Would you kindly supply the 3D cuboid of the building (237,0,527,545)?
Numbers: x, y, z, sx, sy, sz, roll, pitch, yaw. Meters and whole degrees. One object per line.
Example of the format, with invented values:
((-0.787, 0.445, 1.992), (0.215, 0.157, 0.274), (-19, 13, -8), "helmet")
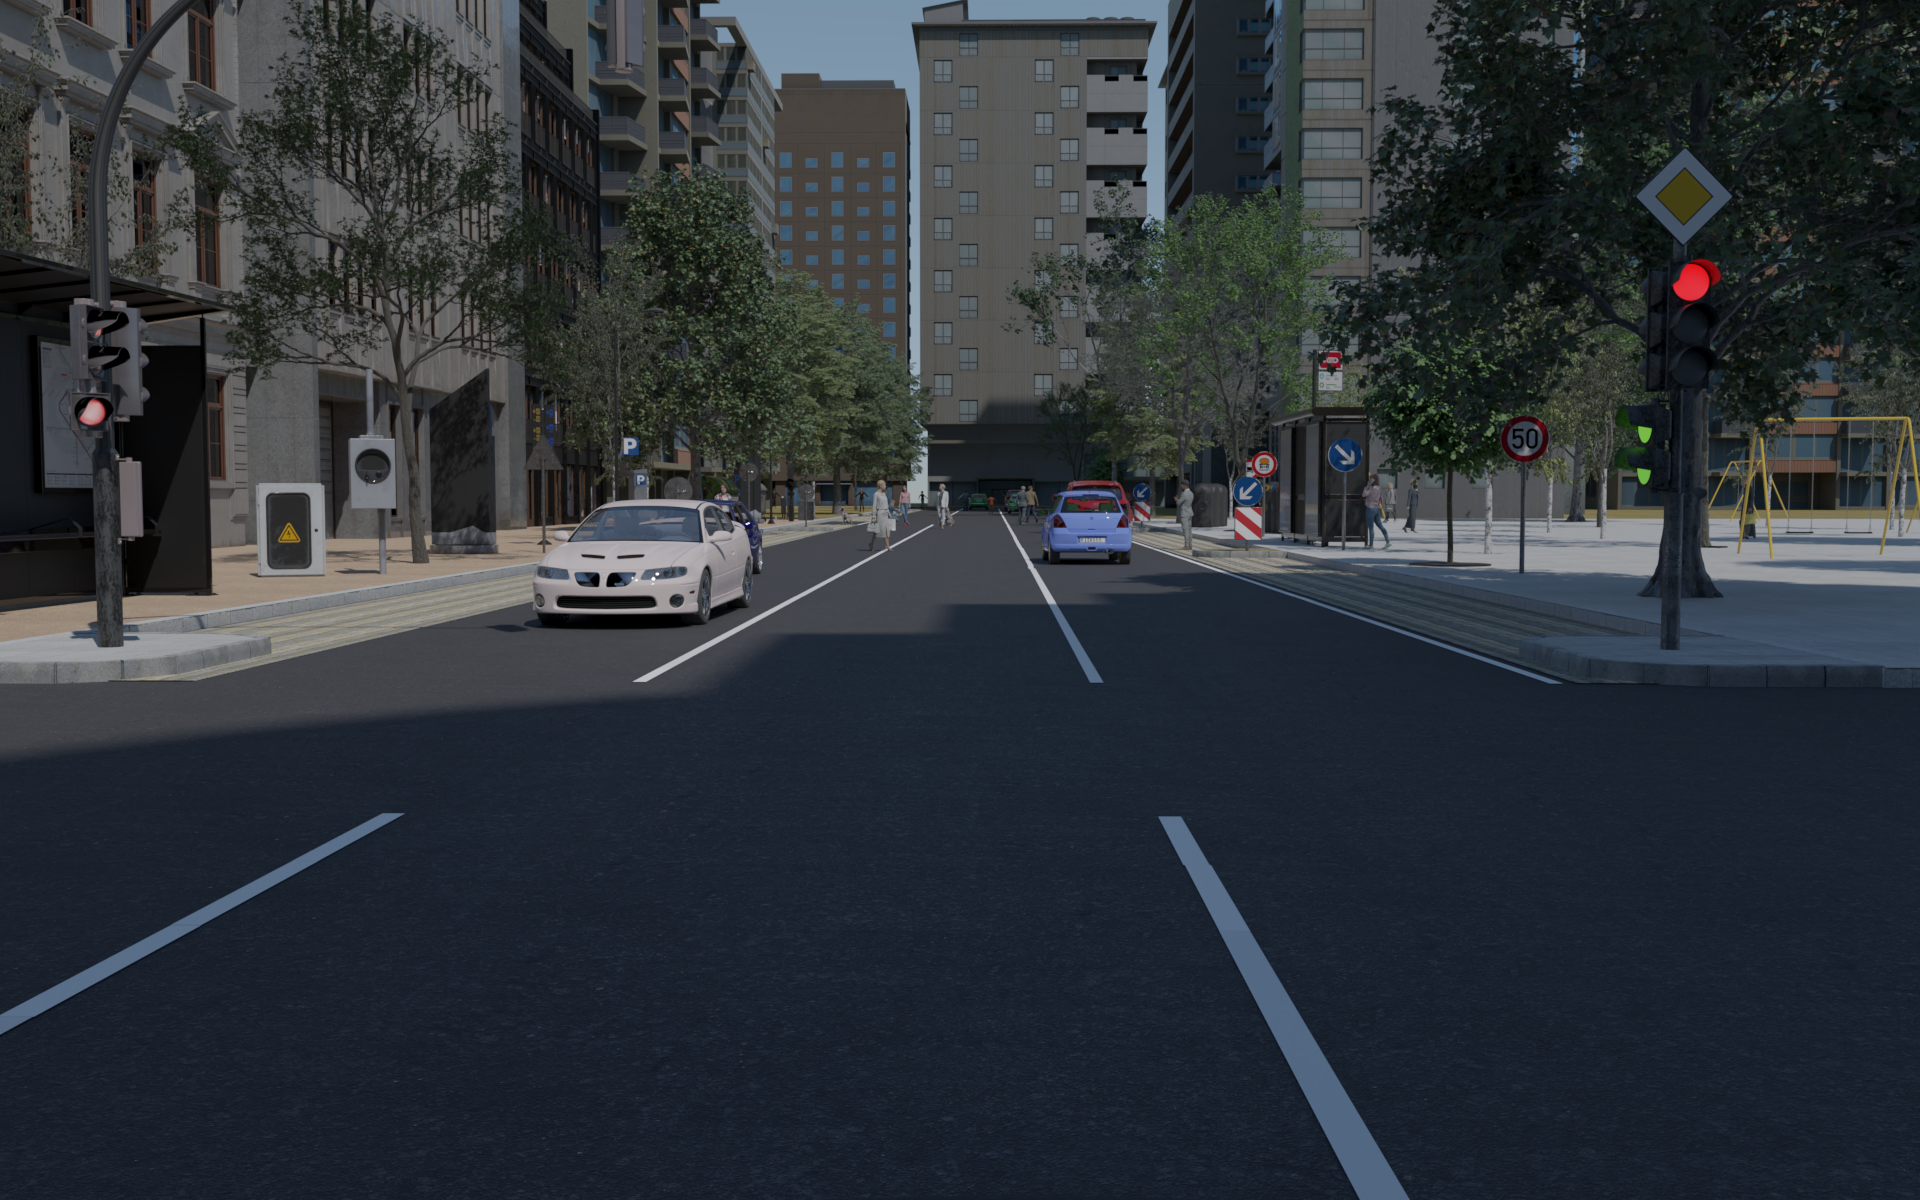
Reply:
((-22.036, -14.363, 52.864), (12.078, 24.808, 19.932), (0, 4, 1), "building")

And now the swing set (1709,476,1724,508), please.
((36.978, -5.120, 81.337), (2.862, 2.851, 3.119), (0, 4, -1), "swing set")

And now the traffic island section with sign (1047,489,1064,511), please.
((8.153, -8.219, 143.003), (1.989, 1.847, 2.006), (0, 4, 1), "traffic island section with sign")

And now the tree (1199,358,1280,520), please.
((13.561, -8.291, 85.913), (4.360, 8.622, 3.978), (0, 3, 0), "tree")

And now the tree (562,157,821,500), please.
((-9.207, -8.713, 59.471), (9.611, 12.733, 9.660), (0, 3, 0), "tree")

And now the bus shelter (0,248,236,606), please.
((-9.987, -1.681, 18.763), (1.731, 3.624, 6.357), (0, 4, 1), "bus shelter")

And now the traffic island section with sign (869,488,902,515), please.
((-5.036, -6.584, 116.284), (1.989, 1.847, 2.006), (0, 4, 1), "traffic island section with sign")

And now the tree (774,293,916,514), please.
((-7.861, -12.368, 108.871), (9.857, 13.997, 8.962), (0, 3, 0), "tree")

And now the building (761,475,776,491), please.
((-34.196, -32.870, 192.045), (28.867, 44.769, 22.147), (0, 4, 1), "building")

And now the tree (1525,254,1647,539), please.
((18.168, -6.055, 49.362), (4.360, 8.622, 3.978), (0, 3, 0), "tree")

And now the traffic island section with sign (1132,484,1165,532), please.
((6.813, -3.537, 66.457), (1.989, 1.847, 2.006), (0, 4, 1), "traffic island section with sign")

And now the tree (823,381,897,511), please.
((-8.319, -12.176, 133.492), (7.601, 10.594, 8.767), (-3, 5, -39), "tree")

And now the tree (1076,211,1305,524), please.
((9.604, -10.035, 74.444), (12.009, 13.543, 11.850), (0, 3, 0), "tree")

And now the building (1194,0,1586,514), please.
((29.188, -49.218, 117.378), (22.319, 86.520, 31.000), (0, 4, 1), "building")

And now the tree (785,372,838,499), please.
((-8.765, -9.195, 100.703), (4.360, 8.622, 3.978), (0, 3, 0), "tree")

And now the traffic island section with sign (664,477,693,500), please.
((-6.396, -1.866, 39.140), (1.989, 1.847, 2.006), (0, 4, 1), "traffic island section with sign")

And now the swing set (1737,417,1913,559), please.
((17.710, -2.317, 35.508), (3.119, 2.851, 2.862), (1, 4, 12), "swing set")

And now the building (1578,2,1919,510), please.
((66.664, -29.972, 144.673), (28.867, 44.769, 22.147), (0, 4, 1), "building")

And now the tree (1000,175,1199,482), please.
((8.685, -15.292, 105.909), (12.611, 20.169, 13.585), (0, 3, 0), "tree")

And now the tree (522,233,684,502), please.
((-9.832, -5.974, 48.037), (4.360, 8.622, 3.978), (0, 3, 0), "tree")

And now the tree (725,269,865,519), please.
((-8.218, -10.366, 87.609), (7.486, 12.596, 7.792), (0, 3, 0), "tree")

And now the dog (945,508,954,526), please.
((-0.522, -3.783, 78.696), (0.513, 0.831, 0.800), (0, 4, 7), "dog")

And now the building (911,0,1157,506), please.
((8.976, -36.992, 194.054), (27.495, 52.752, 28.713), (0, 4, 1), "building")

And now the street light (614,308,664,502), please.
((-8.097, -4.338, 43.467), (1.470, 5.913, 1.316), (0, 4, 1), "street light")

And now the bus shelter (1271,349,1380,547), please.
((9.569, -4.171, 45.833), (2.179, 5.291, 8.768), (0, 4, 1), "bus shelter")

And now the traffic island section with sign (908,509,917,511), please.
((-4.562, -8.233, 143.235), (1.989, 1.847, 2.006), (0, 4, 1), "traffic island section with sign")

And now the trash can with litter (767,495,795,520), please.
((-8.789, -4.589, 86.092), (1.678, 1.210, 2.233), (-1, 4, -18), "trash can with litter")

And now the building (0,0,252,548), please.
((-22.727, -12.001, 32.366), (11.583, 22.565, 21.152), (0, 4, 1), "building")

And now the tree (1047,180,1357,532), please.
((9.552, -8.140, 58.846), (9.928, 11.665, 9.643), (0, 3, 0), "tree")

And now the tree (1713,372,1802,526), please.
((32.304, -7.264, 69.134), (4.360, 8.622, 3.978), (0, 3, 0), "tree")

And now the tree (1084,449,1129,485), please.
((10.627, -8.627, 124.761), (4.285, 4.588, 4.351), (0, 3, 0), "tree")

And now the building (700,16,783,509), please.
((-27.435, -27.516, 141.765), (23.993, 40.220, 32.217), (0, 4, 1), "building")

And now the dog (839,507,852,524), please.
((-5.398, -4.052, 83.087), (0.513, 0.831, 0.800), (-3, 4, -38), "dog")

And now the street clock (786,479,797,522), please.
((-7.881, -4.665, 80.849), (0.471, 2.002, 0.358), (1, 4, 16), "street clock")

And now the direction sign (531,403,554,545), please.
((-10.510, -3.162, 43.704), (0.379, 3.537, 0.876), (2, 4, 23), "direction sign")

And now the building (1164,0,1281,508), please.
((29.091, -31.926, 145.696), (21.300, 48.544, 21.600), (0, 4, 1), "building")

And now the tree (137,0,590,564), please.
((-10.309, -5.955, 31.777), (7.601, 10.594, 8.767), (0, 4, 7), "tree")

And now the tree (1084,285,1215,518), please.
((10.473, -10.763, 94.108), (7.486, 12.596, 7.792), (0, 3, 0), "tree")

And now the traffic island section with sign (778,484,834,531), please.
((-5.917, -3.560, 66.829), (1.989, 1.847, 2.006), (0, 4, 1), "traffic island section with sign")

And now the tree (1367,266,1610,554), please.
((11.232, -5.269, 36.516), (4.737, 8.622, 4.395), (0, 3, 0), "tree")

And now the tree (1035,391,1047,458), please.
((10.449, -14.024, 155.046), (9.928, 11.665, 9.643), (0, 3, 0), "tree")

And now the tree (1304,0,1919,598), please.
((9.170, -6.382, 21.352), (9.611, 12.733, 9.660), (0, 3, 0), "tree")

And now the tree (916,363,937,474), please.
((-6.848, -15.175, 154.768), (9.857, 13.997, 8.962), (0, 3, 0), "tree")

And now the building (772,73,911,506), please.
((-12.651, -32.891, 187.879), (14.200, 45.320, 14.600), (0, 4, 1), "building")

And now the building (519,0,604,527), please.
((-22.552, -14.746, 70.769), (12.332, 23.373, 15.834), (0, 4, 1), "building")

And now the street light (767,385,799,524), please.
((-7.526, -6.194, 73.805), (1.470, 5.913, 1.316), (0, 4, 1), "street light")

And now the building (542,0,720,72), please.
((-26.604, -27.533, 104.788), (22.147, 44.769, 28.867), (0, 4, 1), "building")

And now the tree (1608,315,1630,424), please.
((19.776, -6.530, 57.120), (4.737, 8.622, 4.395), (0, 3, 0), "tree")

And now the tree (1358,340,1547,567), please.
((8.846, -2.902, 31.167), (4.285, 4.588, 4.351), (0, 3, 0), "tree")

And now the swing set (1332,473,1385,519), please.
((17.876, -5.067, 80.461), (2.862, 2.851, 3.119), (-2, 4, -26), "swing set")

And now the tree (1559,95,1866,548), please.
((17.614, -7.062, 41.213), (9.928, 11.665, 9.643), (0, 3, 0), "tree")

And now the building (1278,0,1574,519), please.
((24.803, -25.226, 96.034), (14.154, 41.232, 14.086), (0, 4, 1), "building")

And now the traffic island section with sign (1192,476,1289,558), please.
((6.347, -1.889, 39.506), (1.989, 1.847, 2.006), (0, 4, 1), "traffic island section with sign")

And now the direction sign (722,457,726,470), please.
((-10.502, -5.213, 77.227), (0.379, 3.537, 0.876), (-1, 4, -18), "direction sign")
